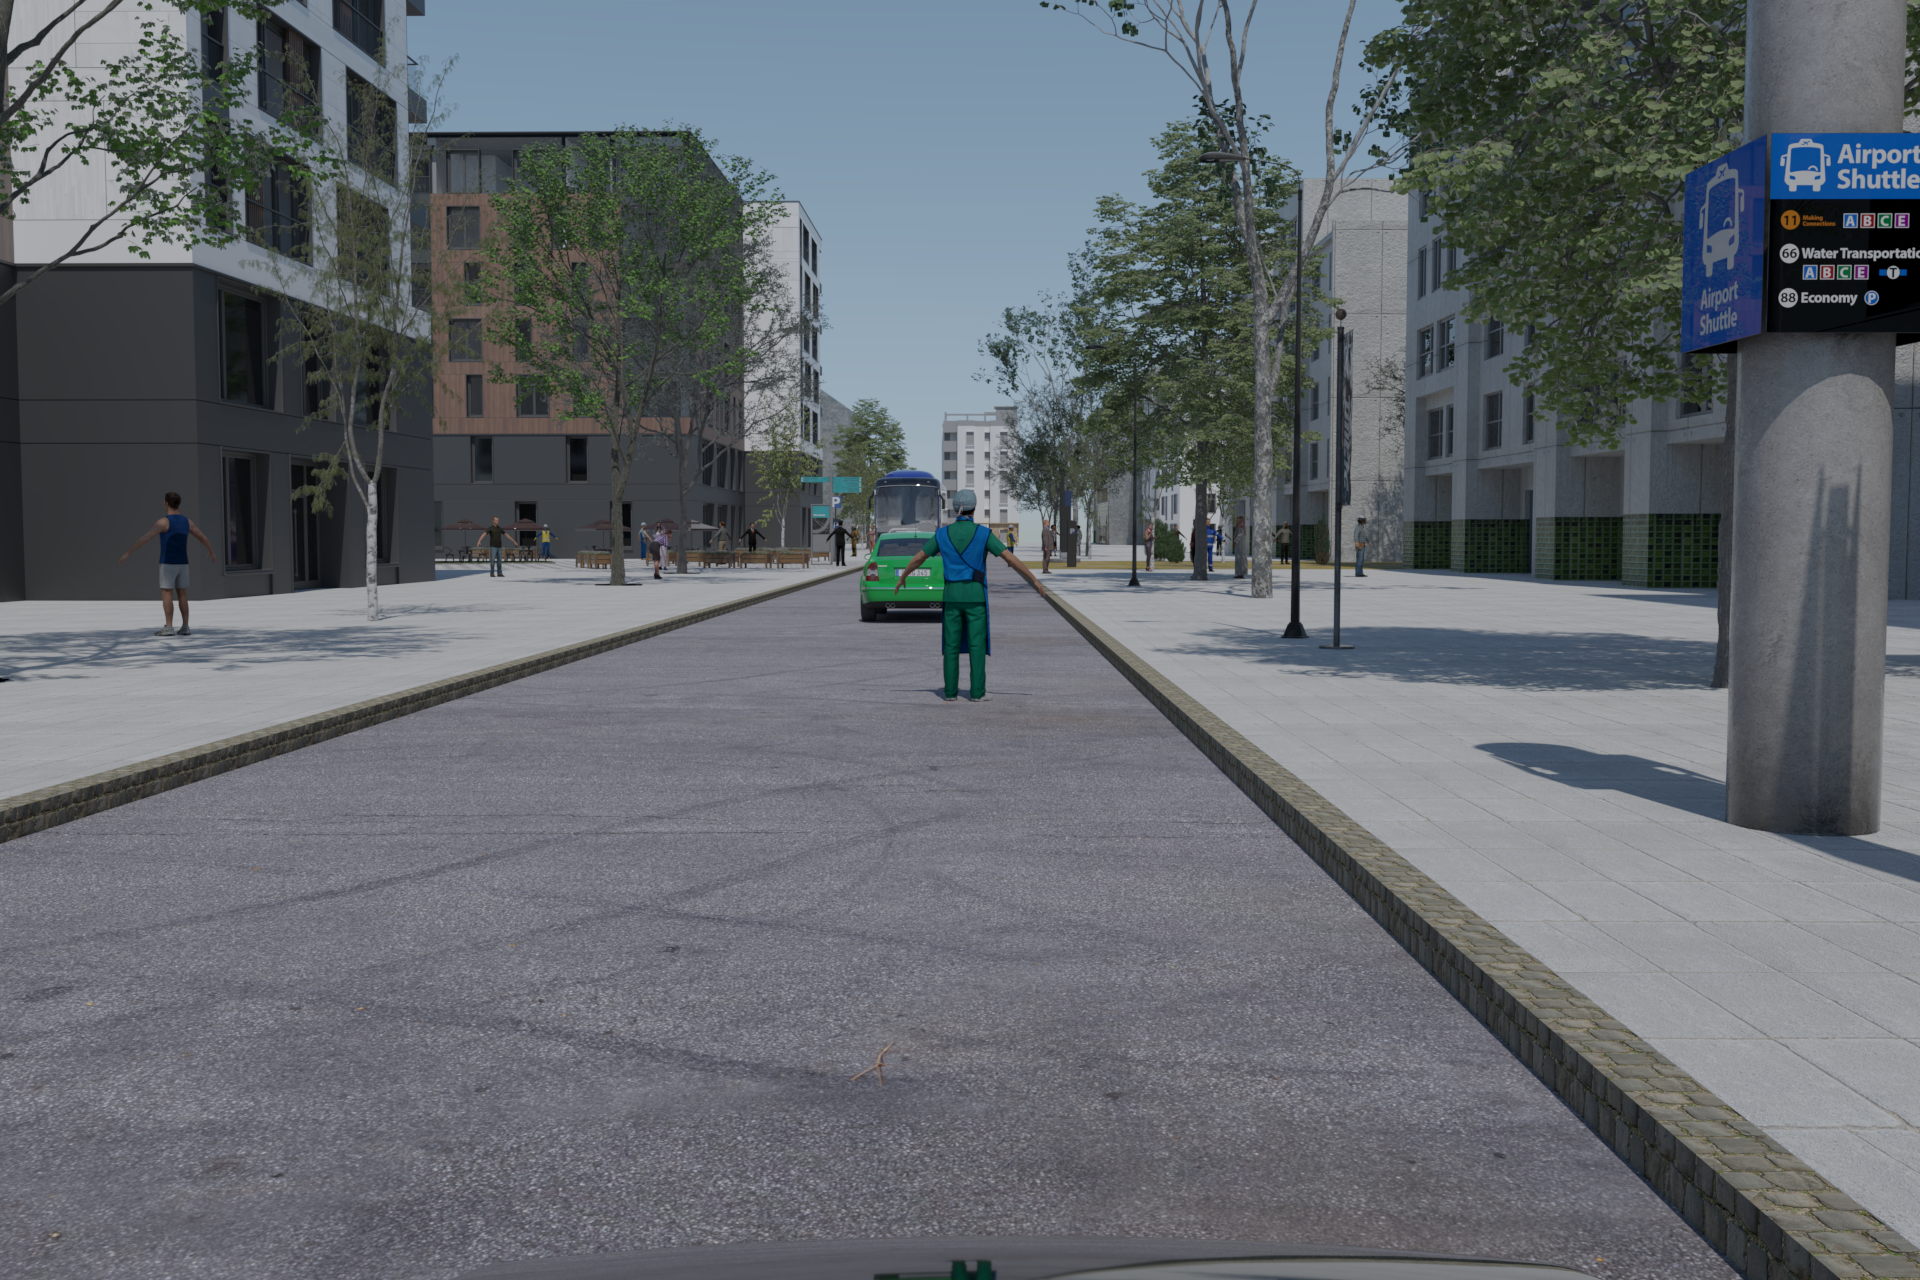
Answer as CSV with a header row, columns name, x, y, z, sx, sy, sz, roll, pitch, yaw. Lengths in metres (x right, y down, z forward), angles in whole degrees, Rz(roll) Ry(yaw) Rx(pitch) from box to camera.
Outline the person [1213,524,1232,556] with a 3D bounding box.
name,x,y,z,sx,sy,sz,roll,pitch,yaw
person,15.052,-5.782,100.313,1.354,1.856,0.705,-1,4,-9

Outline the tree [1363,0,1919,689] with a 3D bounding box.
name,x,y,z,sx,sy,sz,roll,pitch,yaw
tree,6.588,-5.845,13.698,7.486,12.596,7.792,0,3,0

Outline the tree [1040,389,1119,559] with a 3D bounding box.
name,x,y,z,sx,sy,sz,roll,pitch,yaw
tree,6.787,-8.389,87.529,4.360,8.622,3.978,0,3,0

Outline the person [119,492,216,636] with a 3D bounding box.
name,x,y,z,sx,sy,sz,roll,pitch,yaw
person,-9.949,-0.961,21.884,0.704,1.807,1.345,2,4,30

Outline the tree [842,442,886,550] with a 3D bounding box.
name,x,y,z,sx,sy,sz,roll,pitch,yaw
tree,-7.550,-11.361,136.117,4.737,8.622,4.395,0,3,0

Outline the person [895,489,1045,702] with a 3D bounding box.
name,x,y,z,sx,sy,sz,roll,pitch,yaw
person,0.056,-0.384,14.868,1.347,1.817,0.704,1,4,16

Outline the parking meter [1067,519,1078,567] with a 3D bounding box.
name,x,y,z,sx,sy,sz,roll,pitch,yaw
parking meter,4.349,-3.752,67.058,0.399,1.863,0.255,0,4,-1

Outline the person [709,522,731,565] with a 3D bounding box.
name,x,y,z,sx,sy,sz,roll,pitch,yaw
person,-9.974,-4.051,72.503,0.705,1.796,1.348,2,4,32

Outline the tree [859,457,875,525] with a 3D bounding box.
name,x,y,z,sx,sy,sz,roll,pitch,yaw
tree,-8.359,-12.352,152.314,4.360,8.622,3.978,0,3,0

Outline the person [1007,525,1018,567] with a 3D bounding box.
name,x,y,z,sx,sy,sz,roll,pitch,yaw
person,2.220,-4.047,74.597,0.705,1.833,1.349,-1,4,-12

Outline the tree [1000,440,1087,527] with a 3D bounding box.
name,x,y,z,sx,sy,sz,roll,pitch,yaw
tree,7.959,-13.969,162.811,8.767,10.594,7.601,0,4,3

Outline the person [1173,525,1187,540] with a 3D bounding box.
name,x,y,z,sx,sy,sz,roll,pitch,yaw
person,12.764,-5.870,102.107,1.346,1.812,0.704,-1,4,-21

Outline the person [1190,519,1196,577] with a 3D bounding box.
name,x,y,z,sx,sy,sz,roll,pitch,yaw
person,6.851,-2.695,50.868,0.721,1.729,1.215,1,4,11

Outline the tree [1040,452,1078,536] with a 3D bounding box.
name,x,y,z,sx,sy,sz,roll,pitch,yaw
tree,7.860,-11.863,144.325,4.360,8.622,3.978,0,3,0

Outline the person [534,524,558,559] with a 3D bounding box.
name,x,y,z,sx,sy,sz,roll,pitch,yaw
person,-20.995,-4.978,87.860,1.216,1.772,0.721,-1,4,-21

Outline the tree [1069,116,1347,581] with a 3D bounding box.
name,x,y,z,sx,sy,sz,roll,pitch,yaw
tree,6.718,-7.950,48.113,7.486,12.596,7.792,0,3,0

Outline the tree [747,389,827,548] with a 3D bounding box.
name,x,y,z,sx,sy,sz,roll,pitch,yaw
tree,-8.706,-8.269,85.567,4.737,8.622,4.395,0,3,0

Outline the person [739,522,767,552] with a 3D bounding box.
name,x,y,z,sx,sy,sz,roll,pitch,yaw
person,-9.428,-4.437,78.723,1.347,1.806,0.705,-1,4,-23

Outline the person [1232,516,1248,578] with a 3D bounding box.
name,x,y,z,sx,sy,sz,roll,pitch,yaw
person,8.117,-2.703,50.338,0.704,1.811,1.347,1,4,17

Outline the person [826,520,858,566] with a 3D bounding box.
name,x,y,z,sx,sy,sz,roll,pitch,yaw
person,-4.752,-3.863,69.102,1.347,1.837,0.705,1,4,16

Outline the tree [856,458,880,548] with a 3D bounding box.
name,x,y,z,sx,sy,sz,roll,pitch,yaw
tree,-7.986,-12.624,156.760,4.360,8.622,3.978,0,3,0

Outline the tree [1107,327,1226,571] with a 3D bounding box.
name,x,y,z,sx,sy,sz,roll,pitch,yaw
tree,6.375,-6.651,59.108,4.360,8.622,3.978,0,3,0

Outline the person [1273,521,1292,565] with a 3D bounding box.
name,x,y,z,sx,sy,sz,roll,pitch,yaw
person,13.714,-4.089,72.978,1.348,1.813,0.705,-2,4,-25

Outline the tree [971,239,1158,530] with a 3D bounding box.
name,x,y,z,sx,sy,sz,roll,pitch,yaw
tree,7.113,-15.798,114.184,12.611,20.169,13.585,0,3,0

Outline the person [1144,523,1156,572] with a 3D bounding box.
name,x,y,z,sx,sy,sz,roll,pitch,yaw
person,6.517,-3.162,59.209,0.415,1.643,0.593,-1,4,-20

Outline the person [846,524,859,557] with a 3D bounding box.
name,x,y,z,sx,sy,sz,roll,pitch,yaw
person,-6.030,-5.651,98.154,0.705,1.858,1.354,-2,4,-31

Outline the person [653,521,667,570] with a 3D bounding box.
name,x,y,z,sx,sy,sz,roll,pitch,yaw
person,-10.674,-3.359,61.639,0.551,1.740,0.621,-1,4,-16

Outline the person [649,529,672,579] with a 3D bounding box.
name,x,y,z,sx,sy,sz,roll,pitch,yaw
person,-8.524,-2.451,49.354,0.697,1.427,0.421,-3,4,-36

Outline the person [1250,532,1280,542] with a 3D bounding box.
name,x,y,z,sx,sy,sz,roll,pitch,yaw
person,13.914,-4.454,79.047,1.346,1.802,0.704,0,4,8

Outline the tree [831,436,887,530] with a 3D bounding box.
name,x,y,z,sx,sy,sz,roll,pitch,yaw
tree,-8.042,-10.968,129.683,4.360,8.622,3.978,0,3,0

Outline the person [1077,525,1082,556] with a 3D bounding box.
name,x,y,z,sx,sy,sz,roll,pitch,yaw
person,6.954,-5.864,102.059,0.705,1.806,1.347,2,4,26

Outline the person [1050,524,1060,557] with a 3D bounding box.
name,x,y,z,sx,sy,sz,roll,pitch,yaw
person,5.334,-5.657,98.642,1.345,1.843,0.704,-1,4,-22

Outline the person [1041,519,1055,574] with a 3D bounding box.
name,x,y,z,sx,sy,sz,roll,pitch,yaw
person,2.847,-3.025,56.062,0.434,1.755,0.990,1,4,11

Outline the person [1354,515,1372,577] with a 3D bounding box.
name,x,y,z,sx,sy,sz,roll,pitch,yaw
person,11.974,-2.802,51.653,0.704,1.849,1.345,2,4,30

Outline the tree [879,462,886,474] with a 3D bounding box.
name,x,y,z,sx,sy,sz,roll,pitch,yaw
tree,-7.684,-13.321,168.162,4.360,8.622,3.978,0,3,0

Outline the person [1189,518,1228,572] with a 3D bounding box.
name,x,y,z,sx,sy,sz,roll,pitch,yaw
person,8.405,-3.227,58.741,1.345,1.831,0.704,-1,4,-10

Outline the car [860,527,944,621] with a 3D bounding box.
name,x,y,z,sx,sy,sz,roll,pitch,yaw
car,-0.714,-1.284,29.786,1.959,1.807,4.718,0,4,1

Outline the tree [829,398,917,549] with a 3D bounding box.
name,x,y,z,sx,sy,sz,roll,pitch,yaw
tree,-7.268,-13.832,144.285,7.486,12.596,7.792,0,3,0

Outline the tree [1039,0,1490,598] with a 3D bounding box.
name,x,y,z,sx,sy,sz,roll,pitch,yaw
tree,6.805,-10.822,32.828,12.611,20.169,13.585,0,3,0

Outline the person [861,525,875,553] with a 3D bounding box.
name,x,y,z,sx,sy,sz,roll,pitch,yaw
person,-4.220,-4.633,82.552,1.217,1.733,0.721,2,4,33

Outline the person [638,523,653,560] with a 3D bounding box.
name,x,y,z,sx,sy,sz,roll,pitch,yaw
person,-15.498,-4.839,84.981,0.705,1.847,1.347,-3,4,-37

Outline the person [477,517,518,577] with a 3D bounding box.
name,x,y,z,sx,sy,sz,roll,pitch,yaw
person,-13.833,-2.781,51.679,1.348,1.803,0.705,-3,5,-45
